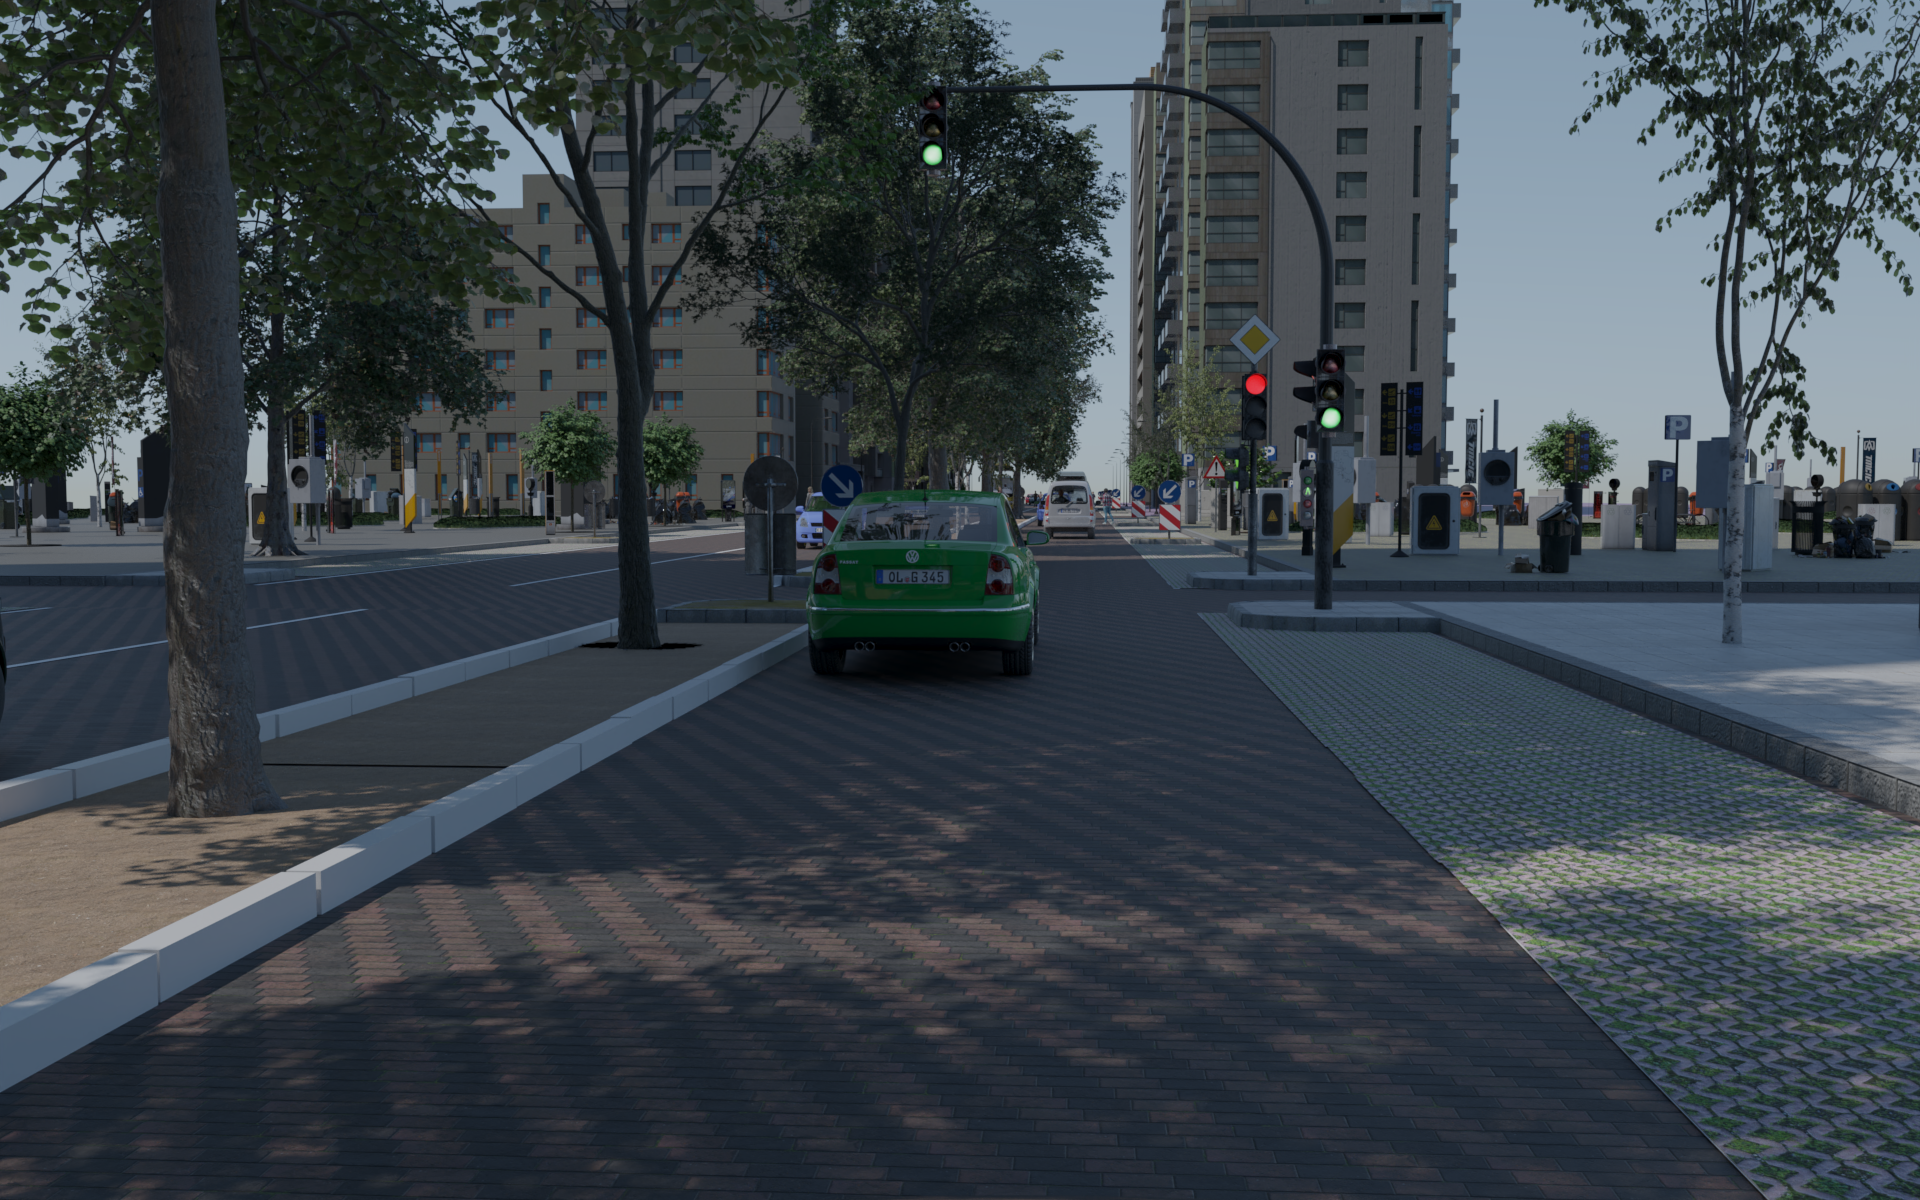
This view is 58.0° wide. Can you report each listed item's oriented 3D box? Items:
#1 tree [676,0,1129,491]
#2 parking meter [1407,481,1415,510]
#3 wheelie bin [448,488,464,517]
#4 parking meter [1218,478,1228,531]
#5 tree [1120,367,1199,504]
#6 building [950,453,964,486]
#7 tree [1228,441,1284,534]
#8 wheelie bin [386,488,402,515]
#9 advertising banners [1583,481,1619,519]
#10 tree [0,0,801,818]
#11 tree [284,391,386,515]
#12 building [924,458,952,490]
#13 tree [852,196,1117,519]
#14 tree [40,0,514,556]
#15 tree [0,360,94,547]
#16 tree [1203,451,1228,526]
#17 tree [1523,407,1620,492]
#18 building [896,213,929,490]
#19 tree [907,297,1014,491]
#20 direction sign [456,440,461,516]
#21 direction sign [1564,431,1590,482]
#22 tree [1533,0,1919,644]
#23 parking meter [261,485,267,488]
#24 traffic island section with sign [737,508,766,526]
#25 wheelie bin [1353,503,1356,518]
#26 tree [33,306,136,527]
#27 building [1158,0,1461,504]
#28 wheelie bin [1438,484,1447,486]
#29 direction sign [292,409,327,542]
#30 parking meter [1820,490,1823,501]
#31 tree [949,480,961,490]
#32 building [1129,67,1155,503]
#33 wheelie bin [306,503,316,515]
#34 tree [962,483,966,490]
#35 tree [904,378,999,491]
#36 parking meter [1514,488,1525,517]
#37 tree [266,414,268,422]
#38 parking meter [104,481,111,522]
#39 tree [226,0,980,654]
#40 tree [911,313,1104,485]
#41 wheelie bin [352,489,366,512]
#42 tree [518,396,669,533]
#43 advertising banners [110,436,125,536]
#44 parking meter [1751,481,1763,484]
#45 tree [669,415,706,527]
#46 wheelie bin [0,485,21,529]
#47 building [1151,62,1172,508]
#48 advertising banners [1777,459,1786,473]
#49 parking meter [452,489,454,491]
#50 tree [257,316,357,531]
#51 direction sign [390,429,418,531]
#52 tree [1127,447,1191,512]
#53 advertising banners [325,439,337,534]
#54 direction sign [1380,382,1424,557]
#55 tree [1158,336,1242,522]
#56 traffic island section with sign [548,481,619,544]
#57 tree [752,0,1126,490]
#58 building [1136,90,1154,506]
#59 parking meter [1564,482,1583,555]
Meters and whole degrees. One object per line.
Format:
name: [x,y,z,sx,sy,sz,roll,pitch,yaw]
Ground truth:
tree: [-1.225,-5.790,31.528,8.767,10.594,7.601,0,4,4]
parking meter: [19.753,-4.295,75.936,0.255,1.863,0.399,0,4,-4]
wheelie bin: [-25.683,-4.920,88.350,0.693,1.594,0.980,-2,4,-30]
parking meter: [9.262,-3.384,61.042,0.255,1.863,0.399,0,4,-5]
tree: [11.398,-8.992,97.376,4.360,8.622,3.978,0,3,0]
building: [-6.857,-29.602,255.689,14.160,30.474,14.107,0,4,4]
tree: [9.734,-3.788,56.531,1.663,3.219,1.824,0,3,0]
wheelie bin: [-29.623,-5.067,90.746,0.980,1.594,0.693,2,4,31]
advertising banners: [33.157,-5.730,89.866,2.074,3.025,0.090,0,4,-3]
tree: [-3.270,-5.286,7.004,7.486,12.596,7.792,0,3,0]
tree: [-26.239,-7.594,74.532,4.360,8.622,3.978,0,3,0]
building: [-15.972,-23.817,234.448,27.650,21.520,28.899,0,4,4]
tree: [0.991,-8.872,64.517,9.611,12.733,9.660,0,3,0]
tree: [-14.158,-7.270,35.872,9.611,12.733,9.660,0,3,0]
tree: [-22.979,-3.604,42.638,4.285,4.588,4.351,0,3,0]
tree: [10.574,-4.650,70.626,1.663,3.219,1.824,0,3,0]
tree: [23.165,-5.026,65.893,4.285,4.588,4.351,0,3,0]
building: [-14.613,-33.603,204.039,22.147,44.769,28.867,0,4,4]
tree: [-0.039,-5.904,49.353,4.360,8.622,3.978,0,3,0]
direction sign: [-21.162,-4.962,73.121,0.379,3.537,0.876,-2,4,-25]
direction sign: [22.012,-4.273,61.861,0.876,3.537,0.379,0,3,0]
tree: [6.871,-3.927,14.569,4.360,8.622,3.978,0,3,0]
parking meter: [-42.204,-6.080,105.113,0.399,1.863,0.255,-1,4,-21]
traffic island section with sign: [-8.858,-4.229,77.780,1.989,1.847,2.006,0,4,4]
wheelie bin: [18.080,-4.467,80.939,0.980,1.594,0.693,-1,4,-12]
tree: [-33.607,-7.140,67.105,4.737,8.622,4.395,0,3,0]
building: [28.163,-32.113,144.655,23.786,49.044,30.456,0,4,4]
wheelie bin: [15.334,-2.882,55.025,0.693,1.594,0.980,3,4,38]
direction sign: [-17.480,-3.338,46.579,0.876,3.537,0.379,-3,4,-36]
parking meter: [44.131,-4.933,89.066,0.372,1.533,0.369,0,3,0]
tree: [-1.316,-13.899,221.851,1.663,3.219,1.824,0,3,0]
building: [34.615,-43.024,245.445,21.231,58.520,28.212,0,4,4]
wheelie bin: [-29.045,-4.251,77.414,0.980,1.594,0.693,-1,4,-22]
tree: [0.442,-15.330,245.239,1.663,3.219,1.824,0,3,0]
tree: [0.207,-6.284,55.556,4.737,8.622,4.395,0,3,0]
parking meter: [23.738,-3.975,73.406,0.372,1.533,0.369,0,3,0]
tree: [-36.102,-8.811,94.415,4.360,8.622,3.978,0,3,0]
parking meter: [-39.053,-4.505,79.366,0.255,1.863,0.399,-2,4,-26]
tree: [-3.081,-5.359,15.831,9.928,11.665,9.643,0,3,0]
tree: [2.035,-10.678,87.406,12.009,13.543,11.850,0,3,0]
wheelie bin: [-34.923,-5.651,100.298,0.693,1.594,0.980,3,4,39]
tree: [-12.873,-4.522,57.656,4.285,4.588,4.351,0,3,0]
advertising banners: [-25.760,-3.471,52.936,0.090,3.025,2.074,-1,4,-18]
parking meter: [14.934,-1.486,32.706,0.372,1.533,0.369,0,3,0]
tree: [-11.695,-5.185,68.482,4.285,4.588,4.351,0,3,0]
wheelie bin: [-34.878,-3.387,63.287,0.693,1.594,0.980,2,4,26]
building: [25.591,-29.588,167.358,14.154,41.232,14.086,0,4,4]
advertising banners: [39.982,-5.484,85.844,2.074,3.025,0.090,-1,4,-12]
parking meter: [-26.402,-5.038,90.779,0.372,1.533,0.369,0,3,0]
tree: [-22.558,-6.695,59.829,4.737,8.622,4.395,0,3,0]
direction sign: [-19.234,-4.157,59.967,0.876,3.537,0.379,-1,4,-19]
tree: [13.474,-8.486,122.467,4.285,4.588,4.351,0,3,0]
advertising banners: [-20.429,-3.676,56.298,0.090,3.025,2.074,-2,4,-29]
direction sign: [8.948,-2.640,35.157,0.876,3.537,0.379,2,4,34]
tree: [11.167,-7.948,80.318,4.737,8.622,4.395,0,3,0]
traffic island section with sign: [-10.773,-2.565,50.570,1.989,1.847,2.006,0,4,4]
tree: [-0.469,-8.109,41.697,9.857,13.997,8.962,0,3,0]
building: [31.196,-35.059,196.921,21.300,48.544,21.600,0,4,4]
parking meter: [12.917,-1.718,36.498,0.372,1.533,0.369,0,3,0]
